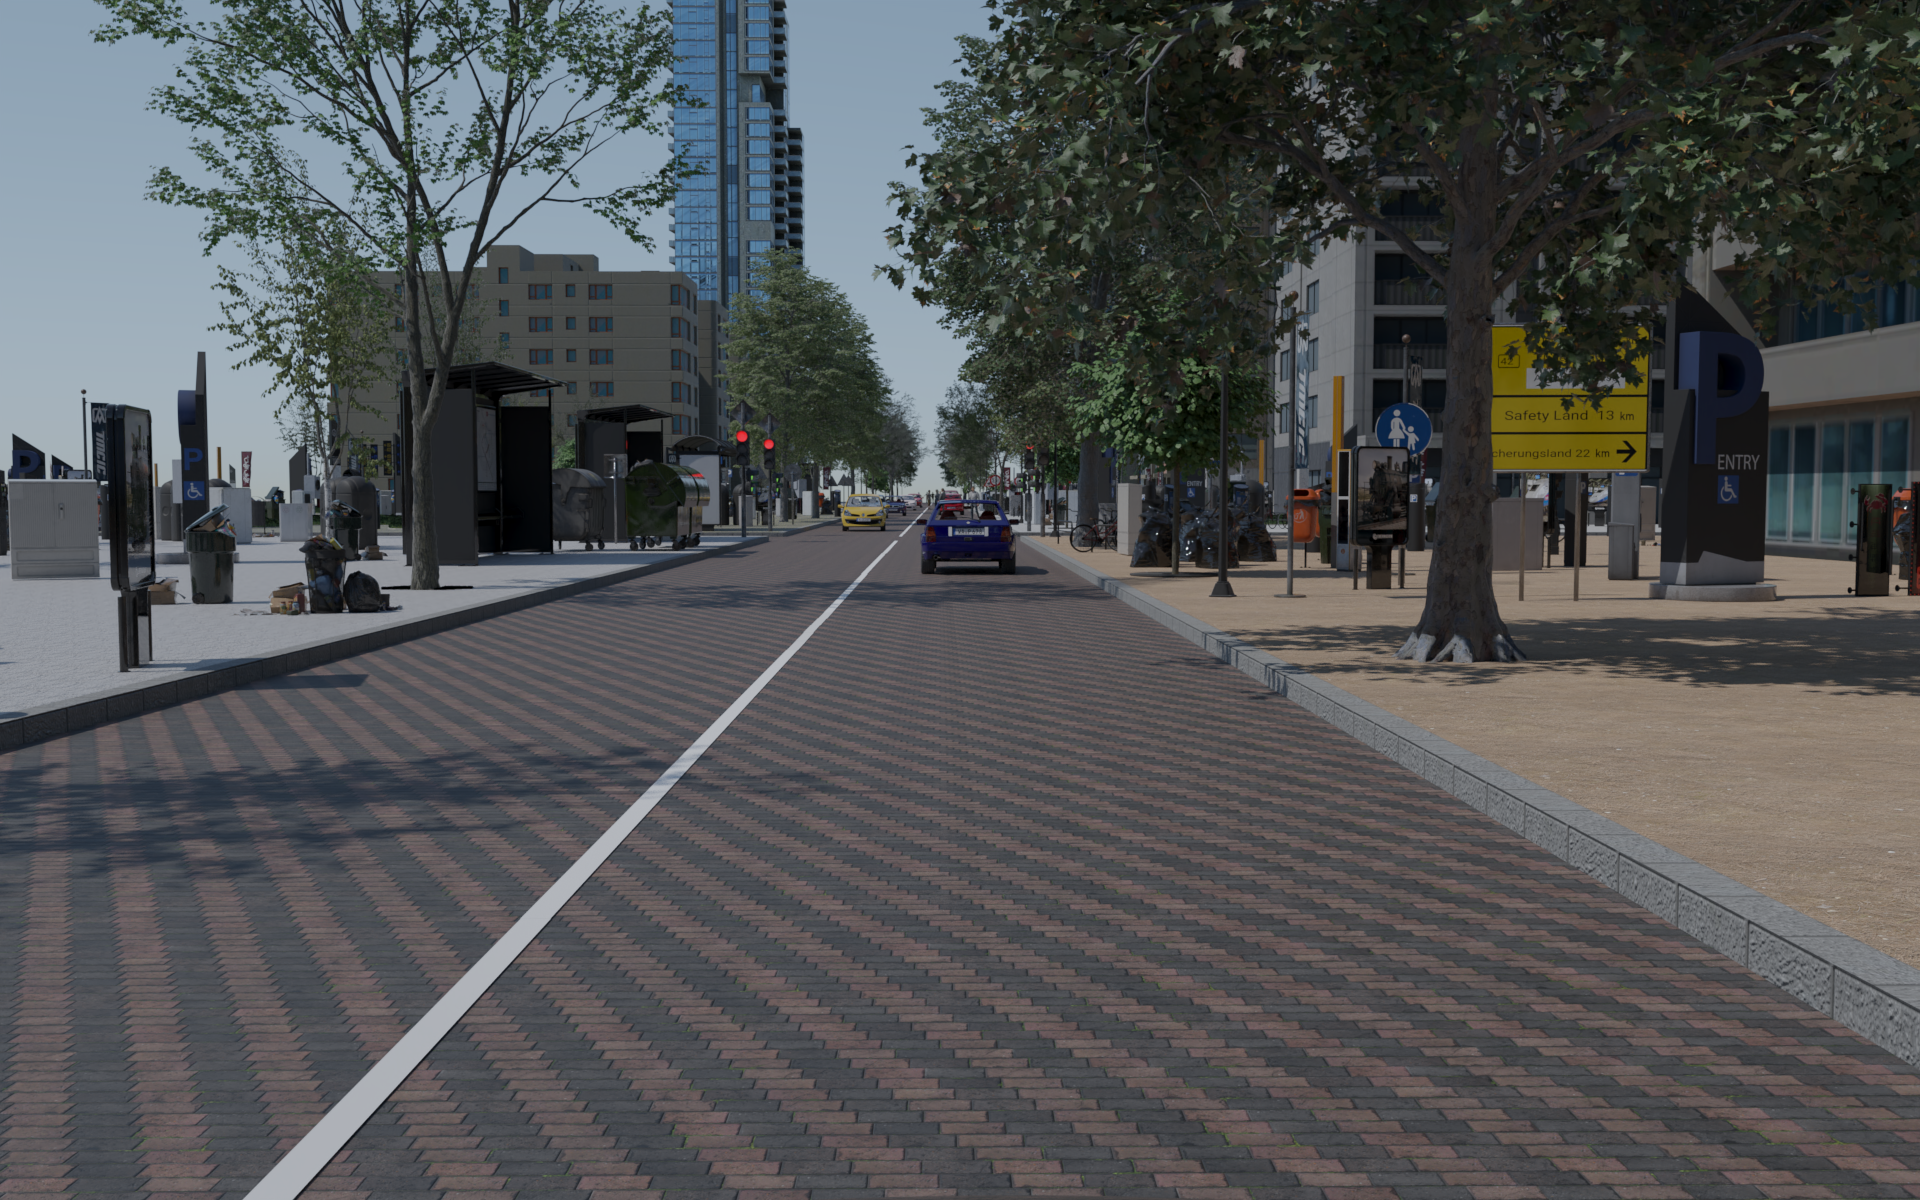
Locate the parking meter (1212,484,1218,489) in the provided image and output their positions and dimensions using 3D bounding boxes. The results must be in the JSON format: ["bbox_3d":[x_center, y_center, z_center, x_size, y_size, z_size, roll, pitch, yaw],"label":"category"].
[{"bbox_3d":[14.800,-5.804,100.612,0.399,1.863,0.255,1,4,23],"label":"parking meter"}]

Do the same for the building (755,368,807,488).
[{"bbox_3d":[-36.582,-24.561,246.603,27.650,21.520,28.899,0,4,-1],"label":"building"}]

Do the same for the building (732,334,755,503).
[{"bbox_3d":[-36.737,-20.345,177.688,27.650,21.520,28.899,0,4,-1],"label":"building"}]

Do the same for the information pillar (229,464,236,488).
[{"bbox_3d":[-56.439,-8.748,134.384,0.504,3.616,0.183,0,4,5],"label":"information pillar"}]

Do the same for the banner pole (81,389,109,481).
[{"bbox_3d":[-20.757,-3.153,41.571,0.401,3.779,0.863,2,4,32],"label":"banner pole"}]

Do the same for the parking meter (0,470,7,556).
[{"bbox_3d":[-20.043,-1.852,35.985,0.399,1.863,0.255,0,4,-3],"label":"parking meter"}]

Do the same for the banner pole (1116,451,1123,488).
[{"bbox_3d":[8.212,-6.086,89.518,0.863,3.779,0.401,-3,5,-43],"label":"banner pole"}]

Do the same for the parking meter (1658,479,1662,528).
[{"bbox_3d":[26.752,-3.671,65.729,0.255,1.863,0.399,-2,4,-33],"label":"parking meter"}]

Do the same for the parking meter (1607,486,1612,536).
[{"bbox_3d":[19.822,-2.697,52.508,0.372,1.533,0.369,0,3,0],"label":"parking meter"}]

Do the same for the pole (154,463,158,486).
[{"bbox_3d":[-53.218,-7.393,114.717,0.158,3.312,0.155,0,3,0],"label":"pole"}]

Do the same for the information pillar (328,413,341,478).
[{"bbox_3d":[-18.162,-3.608,50.345,0.183,3.616,0.504,1,4,10],"label":"information pillar"}]

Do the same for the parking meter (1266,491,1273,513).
[{"bbox_3d":[18.025,-5.651,100.798,0.372,1.533,0.369,0,3,0],"label":"parking meter"}]

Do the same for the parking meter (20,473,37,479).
[{"bbox_3d":[-25.568,-2.562,47.596,0.255,1.863,0.399,2,4,26],"label":"parking meter"}]

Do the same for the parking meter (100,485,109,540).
[{"bbox_3d":[-23.973,-2.466,48.732,0.372,1.533,0.369,0,3,0],"label":"parking meter"}]

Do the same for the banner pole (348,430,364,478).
[{"bbox_3d":[-23.583,-4.759,67.822,0.401,3.779,0.863,3,4,37],"label":"banner pole"}]

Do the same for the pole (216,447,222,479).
[{"bbox_3d":[-31.886,-4.939,74.600,0.158,3.312,0.155,0,3,0],"label":"pole"}]

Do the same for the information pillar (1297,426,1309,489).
[{"bbox_3d":[9.899,-3.589,50.043,0.504,3.616,0.183,-3,5,-43],"label":"information pillar"}]

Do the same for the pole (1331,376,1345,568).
[{"bbox_3d":[6.537,-2.210,29.971,0.158,3.312,0.155,0,3,0],"label":"pole"}]

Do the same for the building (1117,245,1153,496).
[{"bbox_3d":[26.976,-53.037,179.823,22.319,86.520,31.000,0,4,-1],"label":"building"}]

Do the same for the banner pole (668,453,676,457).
[{"bbox_3d":[-15.387,-6.339,93.665,0.863,3.779,0.401,-2,4,-32],"label":"banner pole"}]

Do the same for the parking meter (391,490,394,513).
[{"bbox_3d":[-30.837,-5.266,94.511,0.372,1.533,0.369,0,3,0],"label":"parking meter"}]

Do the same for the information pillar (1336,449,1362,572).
[{"bbox_3d":[6.448,-1.478,28.654,0.304,2.012,0.304,-2,4,-33],"label":"information pillar"}]

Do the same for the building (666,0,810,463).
[{"bbox_3d":[-34.833,-58.883,275.414,22.319,86.520,31.000,0,4,-1],"label":"building"}]

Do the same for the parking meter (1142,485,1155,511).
[{"bbox_3d":[5.299,-2.469,48.783,0.372,1.533,0.369,0,3,0],"label":"parking meter"}]

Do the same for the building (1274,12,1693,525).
[{"bbox_3d":[27.036,-39.268,80.281,20.611,71.187,20.563,0,4,-1],"label":"building"}]

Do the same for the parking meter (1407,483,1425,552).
[{"bbox_3d":[10.218,-1.858,38.789,0.372,1.533,0.369,0,3,0],"label":"parking meter"}]

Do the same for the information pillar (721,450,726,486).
[{"bbox_3d":[-11.829,-5.777,85.814,0.504,3.616,0.183,0,4,2],"label":"information pillar"}]

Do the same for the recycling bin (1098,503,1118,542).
[{"bbox_3d":[3.869,-2.076,46.499,0.722,1.027,0.722,0,4,8],"label":"recycling bin"}]

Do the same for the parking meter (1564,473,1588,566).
[{"bbox_3d":[10.958,-1.534,30.795,0.399,1.863,0.255,-3,5,-40],"label":"parking meter"}]

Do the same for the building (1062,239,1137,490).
[{"bbox_3d":[26.678,-38.928,256.086,23.786,49.044,30.456,0,4,-1],"label":"building"}]

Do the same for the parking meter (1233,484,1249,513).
[{"bbox_3d":[6.841,-2.064,42.161,0.372,1.533,0.369,0,3,0],"label":"parking meter"}]

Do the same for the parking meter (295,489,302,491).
[{"bbox_3d":[-34.959,-5.083,91.516,0.372,1.533,0.369,0,3,0],"label":"parking meter"}]

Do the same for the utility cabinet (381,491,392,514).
[{"bbox_3d":[-35.564,-6.036,107.373,0.318,1.500,1.173,3,5,39],"label":"utility cabinet"}]

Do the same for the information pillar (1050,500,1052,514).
[{"bbox_3d":[5.637,-6.147,104.996,0.304,2.012,0.304,2,4,26],"label":"information pillar"}]

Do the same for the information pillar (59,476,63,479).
[{"bbox_3d":[-35.635,-3.942,68.942,0.304,2.012,0.304,-3,5,-44],"label":"information pillar"}]

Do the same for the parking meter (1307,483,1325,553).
[{"bbox_3d":[7.791,-1.805,37.929,0.372,1.533,0.369,0,3,0],"label":"parking meter"}]

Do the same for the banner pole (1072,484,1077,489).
[{"bbox_3d":[7.077,-7.238,108.354,0.863,3.779,0.401,-3,5,-44],"label":"banner pole"}]

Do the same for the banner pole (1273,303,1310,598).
[{"bbox_3d":[4.129,-1.906,21.187,0.401,3.779,0.863,0,4,-7],"label":"banner pole"}]

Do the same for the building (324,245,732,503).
[{"bbox_3d":[-35.482,-18.582,148.848,27.650,21.520,28.899,0,4,-1],"label":"building"}]

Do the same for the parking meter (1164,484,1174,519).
[{"bbox_3d":[5.361,-2.170,43.885,0.372,1.533,0.369,0,3,0],"label":"parking meter"}]

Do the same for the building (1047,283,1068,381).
[{"bbox_3d":[24.630,-40.304,282.667,21.300,48.544,21.600,0,4,-1],"label":"building"}]

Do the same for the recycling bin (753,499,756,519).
[{"bbox_3d":[-10.773,-4.637,88.367,0.722,1.027,0.722,0,4,-4],"label":"recycling bin"}]

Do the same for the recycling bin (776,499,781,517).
[{"bbox_3d":[-10.001,-5.245,98.303,0.722,1.027,0.722,-2,4,-24],"label":"recycling bin"}]

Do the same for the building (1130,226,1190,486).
[{"bbox_3d":[27.148,-30.328,150.489,22.147,44.769,28.867,0,4,-1],"label":"building"}]

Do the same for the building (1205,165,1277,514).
[{"bbox_3d":[22.216,-20.888,113.215,14.160,30.474,14.107,0,4,-1],"label":"building"}]

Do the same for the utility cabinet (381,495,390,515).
[{"bbox_3d":[-31.602,-5.109,94.701,0.306,1.237,1.020,1,4,17],"label":"utility cabinet"}]

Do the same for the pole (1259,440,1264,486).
[{"bbox_3d":[11.405,-4.382,65.492,0.158,3.312,0.155,0,3,0],"label":"pole"}]

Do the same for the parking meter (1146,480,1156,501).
[{"bbox_3d":[8.133,-4.164,73.791,0.399,1.863,0.255,-2,4,-25],"label":"parking meter"}]

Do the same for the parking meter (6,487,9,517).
[{"bbox_3d":[-27.726,-2.570,50.427,0.372,1.533,0.369,0,3,0],"label":"parking meter"}]

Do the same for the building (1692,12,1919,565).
[{"bbox_3d":[26.596,-24.603,25.959,21.300,48.544,21.600,0,4,-1],"label":"building"}]

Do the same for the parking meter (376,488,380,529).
[{"bbox_3d":[-21.414,-3.361,63.355,0.372,1.533,0.369,0,3,0],"label":"parking meter"}]

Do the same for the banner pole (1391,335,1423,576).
[{"bbox_3d":[7.151,-2.291,27.478,0.401,3.779,0.863,3,4,38],"label":"banner pole"}]

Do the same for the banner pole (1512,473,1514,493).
[{"bbox_3d":[22.529,-4.926,70.563,0.401,3.779,0.863,1,4,20],"label":"banner pole"}]

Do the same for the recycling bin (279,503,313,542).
[{"bbox_3d":[-17.928,-2.093,46.779,0.722,1.027,0.722,-1,4,-10],"label":"recycling bin"}]

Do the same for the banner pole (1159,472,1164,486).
[{"bbox_3d":[11.830,-6.846,101.941,0.401,3.779,0.863,2,4,30],"label":"banner pole"}]

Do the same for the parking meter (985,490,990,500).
[{"bbox_3d":[1.848,-6.648,117.109,0.372,1.533,0.369,0,3,0],"label":"parking meter"}]

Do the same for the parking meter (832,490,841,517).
[{"bbox_3d":[-6.886,-5.449,97.495,0.372,1.533,0.369,0,3,0],"label":"parking meter"}]
